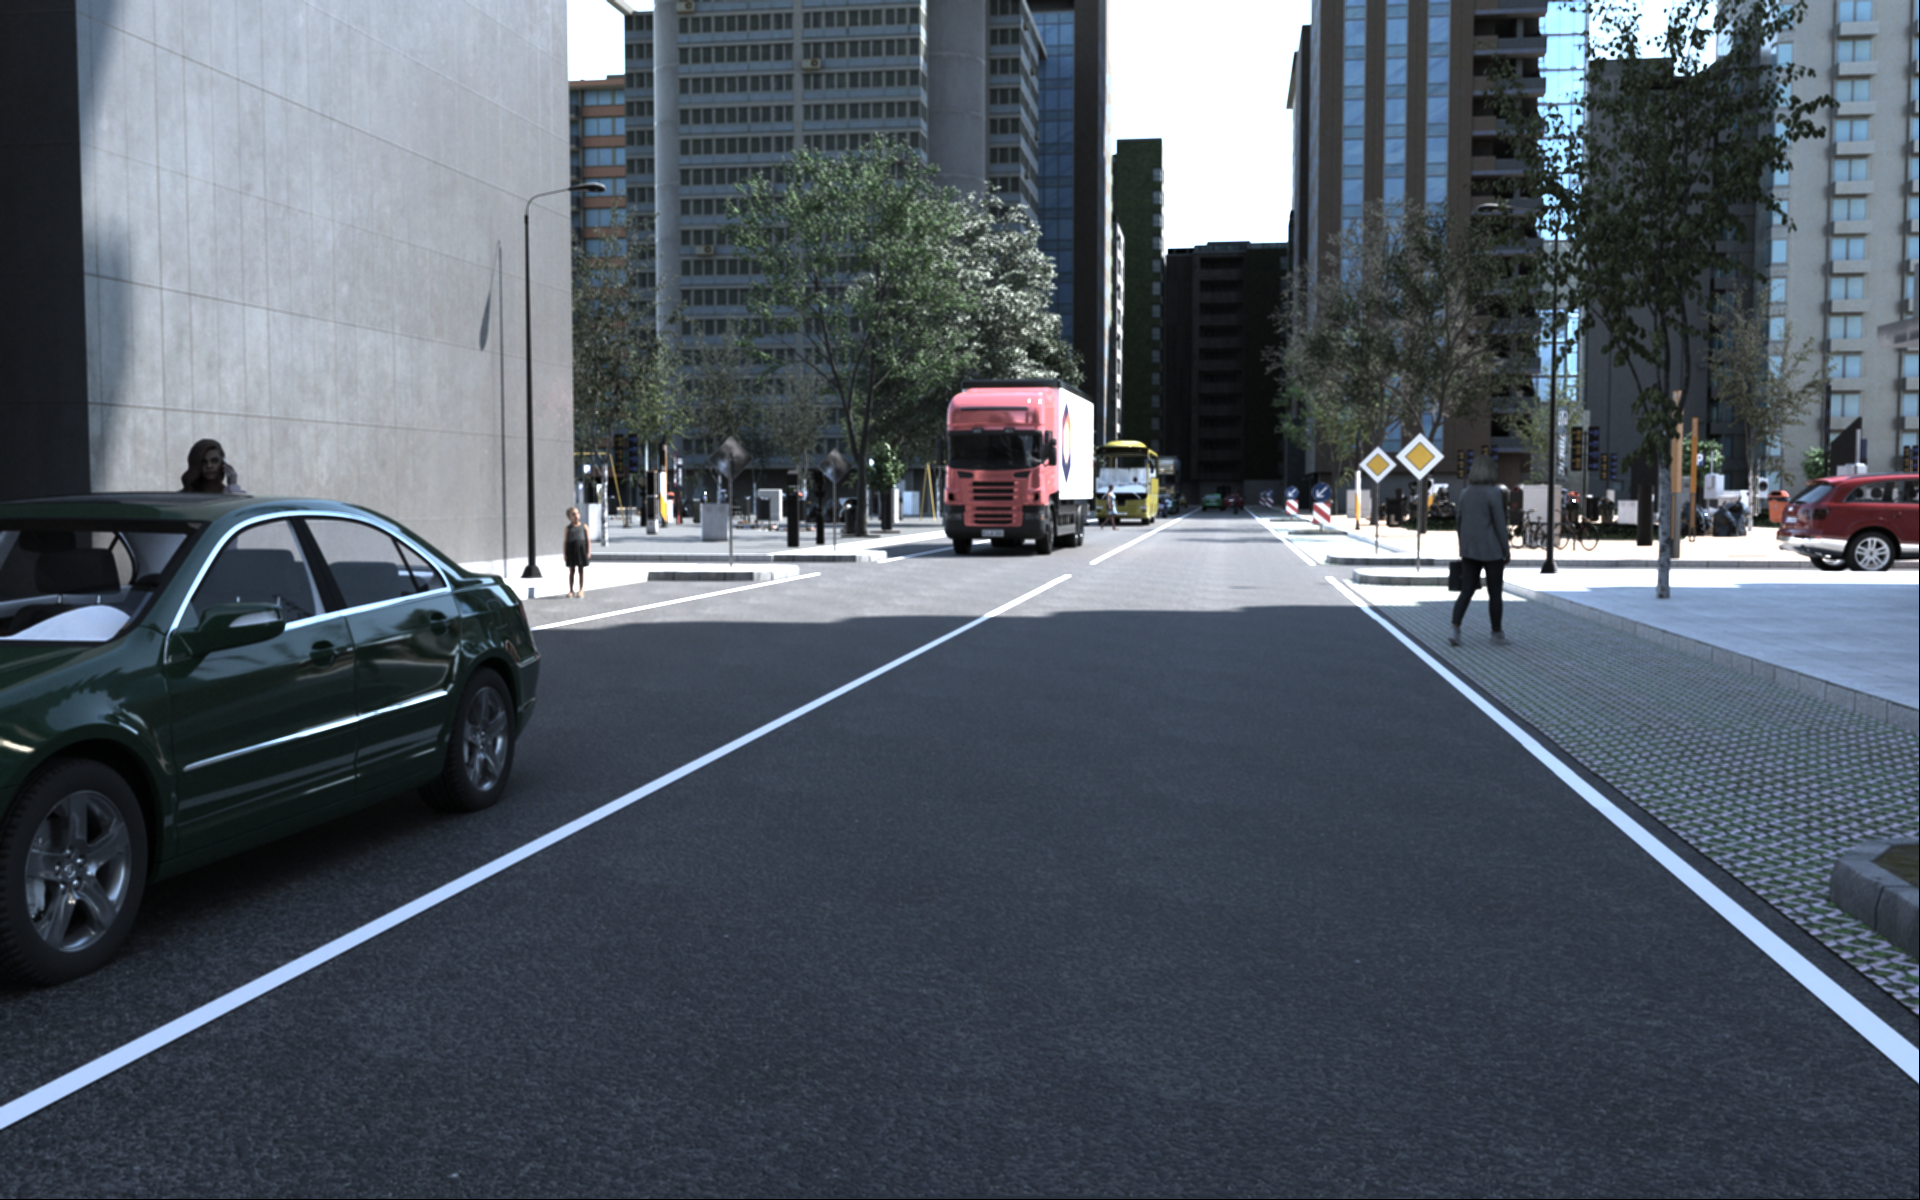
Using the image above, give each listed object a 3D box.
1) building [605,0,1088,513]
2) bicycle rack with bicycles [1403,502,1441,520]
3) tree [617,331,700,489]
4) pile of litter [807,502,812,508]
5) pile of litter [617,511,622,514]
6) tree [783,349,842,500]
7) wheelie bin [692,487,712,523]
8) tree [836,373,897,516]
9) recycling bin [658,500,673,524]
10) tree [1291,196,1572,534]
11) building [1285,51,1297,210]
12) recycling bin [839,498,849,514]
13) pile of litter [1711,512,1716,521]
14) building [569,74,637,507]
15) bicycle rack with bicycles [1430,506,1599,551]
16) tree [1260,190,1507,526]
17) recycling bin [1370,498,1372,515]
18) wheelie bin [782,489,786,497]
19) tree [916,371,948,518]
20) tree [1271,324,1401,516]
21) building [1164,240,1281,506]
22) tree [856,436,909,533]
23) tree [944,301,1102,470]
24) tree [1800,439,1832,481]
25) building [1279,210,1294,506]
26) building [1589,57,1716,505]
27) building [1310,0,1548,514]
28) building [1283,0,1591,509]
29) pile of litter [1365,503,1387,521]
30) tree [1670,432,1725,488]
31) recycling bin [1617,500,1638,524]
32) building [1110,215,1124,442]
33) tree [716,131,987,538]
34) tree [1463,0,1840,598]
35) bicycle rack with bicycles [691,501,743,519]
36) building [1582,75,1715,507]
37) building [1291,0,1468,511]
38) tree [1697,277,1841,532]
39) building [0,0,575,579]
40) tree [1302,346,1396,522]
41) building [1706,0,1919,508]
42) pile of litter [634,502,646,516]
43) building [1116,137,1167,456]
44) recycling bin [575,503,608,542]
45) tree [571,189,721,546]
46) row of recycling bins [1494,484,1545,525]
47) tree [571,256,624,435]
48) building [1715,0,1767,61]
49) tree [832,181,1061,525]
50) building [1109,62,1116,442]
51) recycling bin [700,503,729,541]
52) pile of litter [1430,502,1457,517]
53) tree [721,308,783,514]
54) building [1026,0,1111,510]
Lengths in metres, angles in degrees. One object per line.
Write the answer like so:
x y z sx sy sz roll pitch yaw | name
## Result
-7.193 -26.562 126.173 32.217 40.220 23.993 1 4 9 | building
22.489 -4.301 83.704 2.852 0.926 2.925 0 4 1 | bicycle rack with bicycles
-13.960 -7.846 78.651 4.737 8.622 4.395 0 3 0 | tree
-9.151 -5.376 101.859 1.176 0.858 1.719 3 4 38 | pile of litter
-22.422 -5.929 110.910 1.719 0.858 1.176 0 4 -6 | pile of litter
-8.091 -8.371 87.226 4.360 8.622 3.978 0 3 0 | tree
-11.365 -4.187 76.367 0.980 1.594 0.693 3 5 44 | wheelie bin
-5.306 -9.137 99.754 4.737 8.622 4.395 0 3 0 | tree
-13.061 -3.871 75.843 0.722 1.027 0.722 2 4 24 | recycling bin
14.816 -7.387 55.185 8.767 10.594 7.601 1 4 10 | tree
52.432 -37.579 203.650 27.495 52.752 28.713 1 4 9 | building
-7.377 -6.071 111.819 0.722 1.027 0.722 1 4 10 | recycling bin
37.089 -4.277 83.901 1.176 0.858 1.719 -3 5 -42 | pile of litter
-32.364 -32.331 183.234 28.867 44.769 22.147 1 4 9 | building
12.920 -1.628 39.994 2.852 0.926 2.925 -1 4 -13 | bicycle rack with bicycles
17.021 -9.787 70.380 12.009 13.543 11.850 0 3 0 | tree
24.741 -5.666 105.186 0.722 1.027 0.722 -1 4 -10 | recycling bin
-11.175 -6.044 106.726 0.980 1.594 0.693 1 4 11 | wheelie bin
-1.077 -8.702 92.641 4.360 8.622 3.978 0 3 0 | tree
22.374 -10.830 102.832 9.928 11.665 9.643 0 3 0 | tree
30.786 -26.224 200.468 14.107 30.474 14.160 1 4 9 | building
-2.628 -3.828 57.188 1.663 3.219 1.824 0 3 0 | tree
3.787 -11.210 100.295 9.611 12.733 9.660 0 3 0 | tree
51.813 -7.304 103.128 4.285 4.588 4.351 0 3 0 | tree
40.396 -24.786 176.951 14.160 30.474 14.107 1 4 9 | building
76.123 -35.025 196.367 21.600 48.544 21.300 1 4 9 | building
30.920 -28.562 117.104 14.600 45.320 14.200 1 4 9 | building
38.112 -50.508 138.472 22.319 86.520 31.000 1 4 9 | building
20.213 -4.278 83.914 1.176 0.858 1.719 1 4 18 | pile of litter
37.534 -6.436 88.946 4.285 4.588 4.351 0 3 0 | tree
26.924 -3.506 69.872 0.722 1.027 0.722 1 4 19 | recycling bin
9.993 -25.078 181.719 14.107 30.474 14.160 1 4 9 | building
-3.033 -7.664 51.059 9.928 11.665 9.643 0 3 0 | tree
8.445 -4.330 21.163 4.737 8.622 4.395 0 3 0 | tree
-12.334 -4.669 89.721 2.925 0.926 2.852 -3 5 -41 | bicycle rack with bicycles
65.621 -29.908 172.596 14.086 41.232 14.154 1 4 9 | building
38.539 -31.338 162.489 14.600 45.320 14.200 1 4 9 | building
27.132 -6.630 58.766 4.360 8.622 3.978 0 3 0 | tree
-22.016 -12.606 25.176 30.058 24.678 14.314 1 4 9 | building
18.172 -7.912 79.729 4.737 8.622 4.395 0 3 0 | tree
87.629 -33.319 164.366 30.456 49.044 23.786 1 4 9 | building
-19.216 -5.538 104.515 1.176 0.858 1.719 1 4 21 | pile of litter
16.900 -31.742 202.577 14.086 41.232 14.154 1 4 9 | building
-9.954 -2.079 46.552 0.722 1.027 0.722 3 4 39 | recycling bin
-8.733 -5.651 42.759 4.360 8.622 3.978 0 3 0 | tree
22.651 -3.939 71.515 3.534 1.692 1.069 3 4 38 | row of recycling bins
-14.483 -7.483 56.756 7.601 10.594 8.767 0 4 6 | tree
96.974 -46.126 192.414 20.611 71.187 20.563 1 4 9 | building
-0.509 -10.067 71.252 9.857 13.997 8.962 0 3 0 | tree
6.347 -28.993 157.625 14.154 41.232 14.086 1 4 9 | building
-6.721 -2.131 47.402 0.722 1.027 0.722 -1 4 -13 | recycling bin
25.893 -4.717 91.083 1.719 0.858 1.176 3 5 44 | pile of litter
-9.650 -7.285 69.466 4.360 8.622 3.978 0 3 0 | tree
5.013 -30.172 143.422 14.600 45.320 14.200 1 4 9 | building
